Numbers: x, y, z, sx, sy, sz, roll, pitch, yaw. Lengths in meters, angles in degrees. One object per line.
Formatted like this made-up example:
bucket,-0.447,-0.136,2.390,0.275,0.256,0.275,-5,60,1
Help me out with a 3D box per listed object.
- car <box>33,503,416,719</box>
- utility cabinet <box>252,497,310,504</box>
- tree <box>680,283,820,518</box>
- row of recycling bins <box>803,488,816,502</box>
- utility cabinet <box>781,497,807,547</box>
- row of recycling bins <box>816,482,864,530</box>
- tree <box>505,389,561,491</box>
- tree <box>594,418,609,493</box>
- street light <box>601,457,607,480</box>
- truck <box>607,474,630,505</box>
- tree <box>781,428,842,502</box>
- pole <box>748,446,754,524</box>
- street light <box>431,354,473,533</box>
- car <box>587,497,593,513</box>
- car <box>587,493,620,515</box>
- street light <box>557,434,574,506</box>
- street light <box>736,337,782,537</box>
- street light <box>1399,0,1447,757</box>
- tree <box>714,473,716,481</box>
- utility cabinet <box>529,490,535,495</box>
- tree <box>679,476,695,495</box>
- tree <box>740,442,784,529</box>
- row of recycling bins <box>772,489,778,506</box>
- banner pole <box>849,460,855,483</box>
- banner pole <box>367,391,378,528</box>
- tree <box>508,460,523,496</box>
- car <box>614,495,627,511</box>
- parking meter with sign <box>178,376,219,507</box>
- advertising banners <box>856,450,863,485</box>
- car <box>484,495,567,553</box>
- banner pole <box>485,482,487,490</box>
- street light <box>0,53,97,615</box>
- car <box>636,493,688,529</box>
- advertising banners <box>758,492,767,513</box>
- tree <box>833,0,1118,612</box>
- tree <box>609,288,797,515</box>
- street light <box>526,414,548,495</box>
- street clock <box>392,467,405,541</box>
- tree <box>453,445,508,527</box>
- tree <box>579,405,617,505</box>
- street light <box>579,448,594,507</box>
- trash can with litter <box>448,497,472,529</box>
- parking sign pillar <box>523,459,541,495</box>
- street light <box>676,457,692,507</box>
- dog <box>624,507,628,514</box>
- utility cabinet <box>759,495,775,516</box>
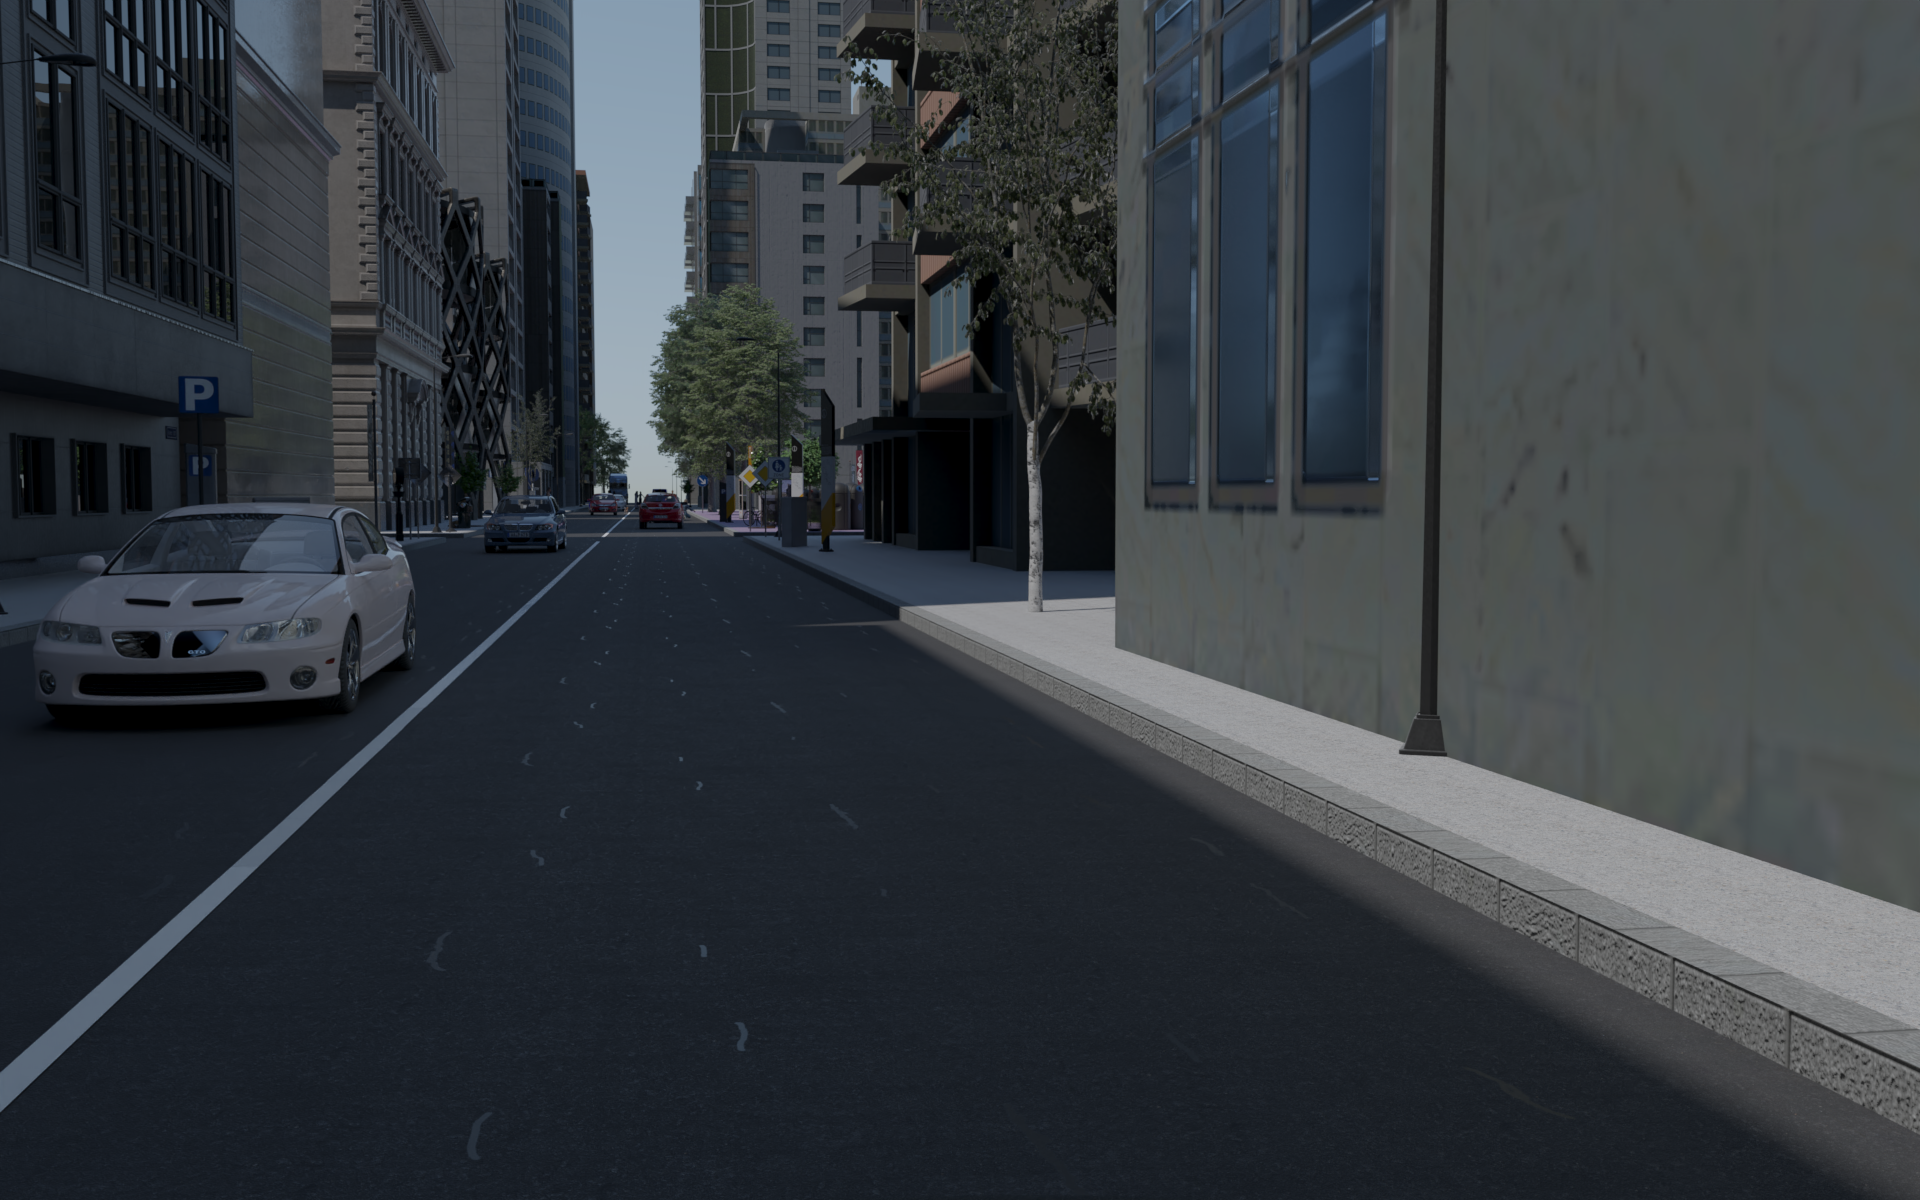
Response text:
car,-5.147,-0.018,12.657,2.083,1.381,4.827,-1,4,-10
utility cabinet,-13.176,-1.375,33.651,1.020,1.237,0.306,-2,4,-30
tree,-11.293,-10.728,93.531,7.486,12.596,7.792,0,3,0
row of recycling bins,-10.792,-7.132,123.714,3.534,1.692,1.069,2,4,28
utility cabinet,-4.054,-1.907,42.337,0.306,1.237,1.020,1,4,16
row of recycling bins,-3.652,-3.397,62.649,1.069,1.692,3.534,2,4,31
tree,-29.935,-10.441,121.068,4.360,8.622,3.978,0,3,0
tree,-59.002,-23.233,286.512,9.857,13.997,8.962,0,3,0
street light,-45.165,-14.897,216.106,1.470,5.913,1.316,-1,4,-10
truck,-46.246,-14.970,234.524,2.967,4.110,18.799,-1,4,-11
tree,-7.439,-6.252,85.937,4.285,4.588,4.351,0,3,0
pole,-8.856,-4.869,73.453,0.158,3.312,0.155,0,3,0
street light,-16.850,-5.195,57.471,1.470,5.913,1.316,-1,4,-10
car,-28.001,-7.478,134.849,1.945,1.354,3.894,-1,4,-11
car,-24.165,-6.628,117.406,2.155,1.783,4.494,-1,4,-12
street light,-30.323,-9.804,132.838,1.470,5.913,1.316,-1,4,-10
street light,-5.917,-4.825,51.424,1.470,5.913,1.316,-1,4,-10
street light,1.803,-2.190,8.340,1.470,5.913,1.316,-1,4,-10
tree,-19.478,-11.434,137.312,4.737,8.622,4.395,0,3,0
utility cabinet,-25.333,-5.743,102.570,0.318,1.500,1.173,-1,4,-12
tree,-28.523,-11.417,181.264,1.663,3.219,1.824,0,3,0
tree,-7.492,-4.271,64.439,1.663,3.219,1.824,0,3,0
row of recycling bins,-13.516,-7.715,133.246,1.069,1.692,3.534,-2,4,-31
banner pole,-8.026,-8.481,128.679,0.401,3.779,0.863,2,4,34
banner pole,-14.366,-3.202,42.366,0.401,3.779,0.863,-2,4,-34
tree,-25.184,-6.261,96.968,1.663,3.219,1.824,0,3,0
car,-29.710,-8.366,149.146,2.083,1.381,4.827,-1,4,-9
parking meter with sign,-11.564,-1.848,26.468,0.543,3.016,1.738,-1,4,-21
advertising banners,-3.549,-4.401,68.141,0.090,3.025,2.074,-2,4,-35
car,-10.991,-1.956,43.983,2.014,1.417,4.499,-1,4,-8
banner pole,-32.173,-7.757,116.851,0.863,3.779,0.401,3,5,44
street light,-9.798,-2.800,18.322,1.470,5.913,1.316,-1,4,-10
car,-12.508,-3.890,72.639,2.155,1.783,4.494,-1,4,-8
advertising banners,-13.333,-7.299,115.527,0.090,3.025,2.074,1,4,19
tree,0.794,-4.158,18.345,4.360,8.622,3.978,0,3,0
tree,-14.559,-12.191,105.970,9.857,13.997,8.962,0,3,0
street light,-24.616,-7.835,100.645,1.470,5.913,1.316,-1,4,-10
street clock,-15.264,-2.603,47.122,0.358,2.002,0.471,-2,4,-29
tree,-19.155,-4.492,68.046,1.663,3.219,1.824,0,3,0
tree,-43.832,-16.812,200.629,9.928,11.665,9.643,0,3,0
street light,-37.971,-12.435,175.859,1.470,5.913,1.316,-1,4,-10
trash can with litter,-18.651,-3.246,64.452,1.055,1.170,0.624,2,4,32
parking sign pillar,-31.644,-8.533,127.988,1.447,3.967,1.447,3,4,38
street light,-26.381,-11.810,165.630,1.470,5.913,1.316,-1,4,-10
dog,-23.739,-6.362,123.309,0.540,0.507,0.406,1,4,22
utility cabinet,-11.477,-5.608,102.856,0.306,1.237,1.020,3,5,44
